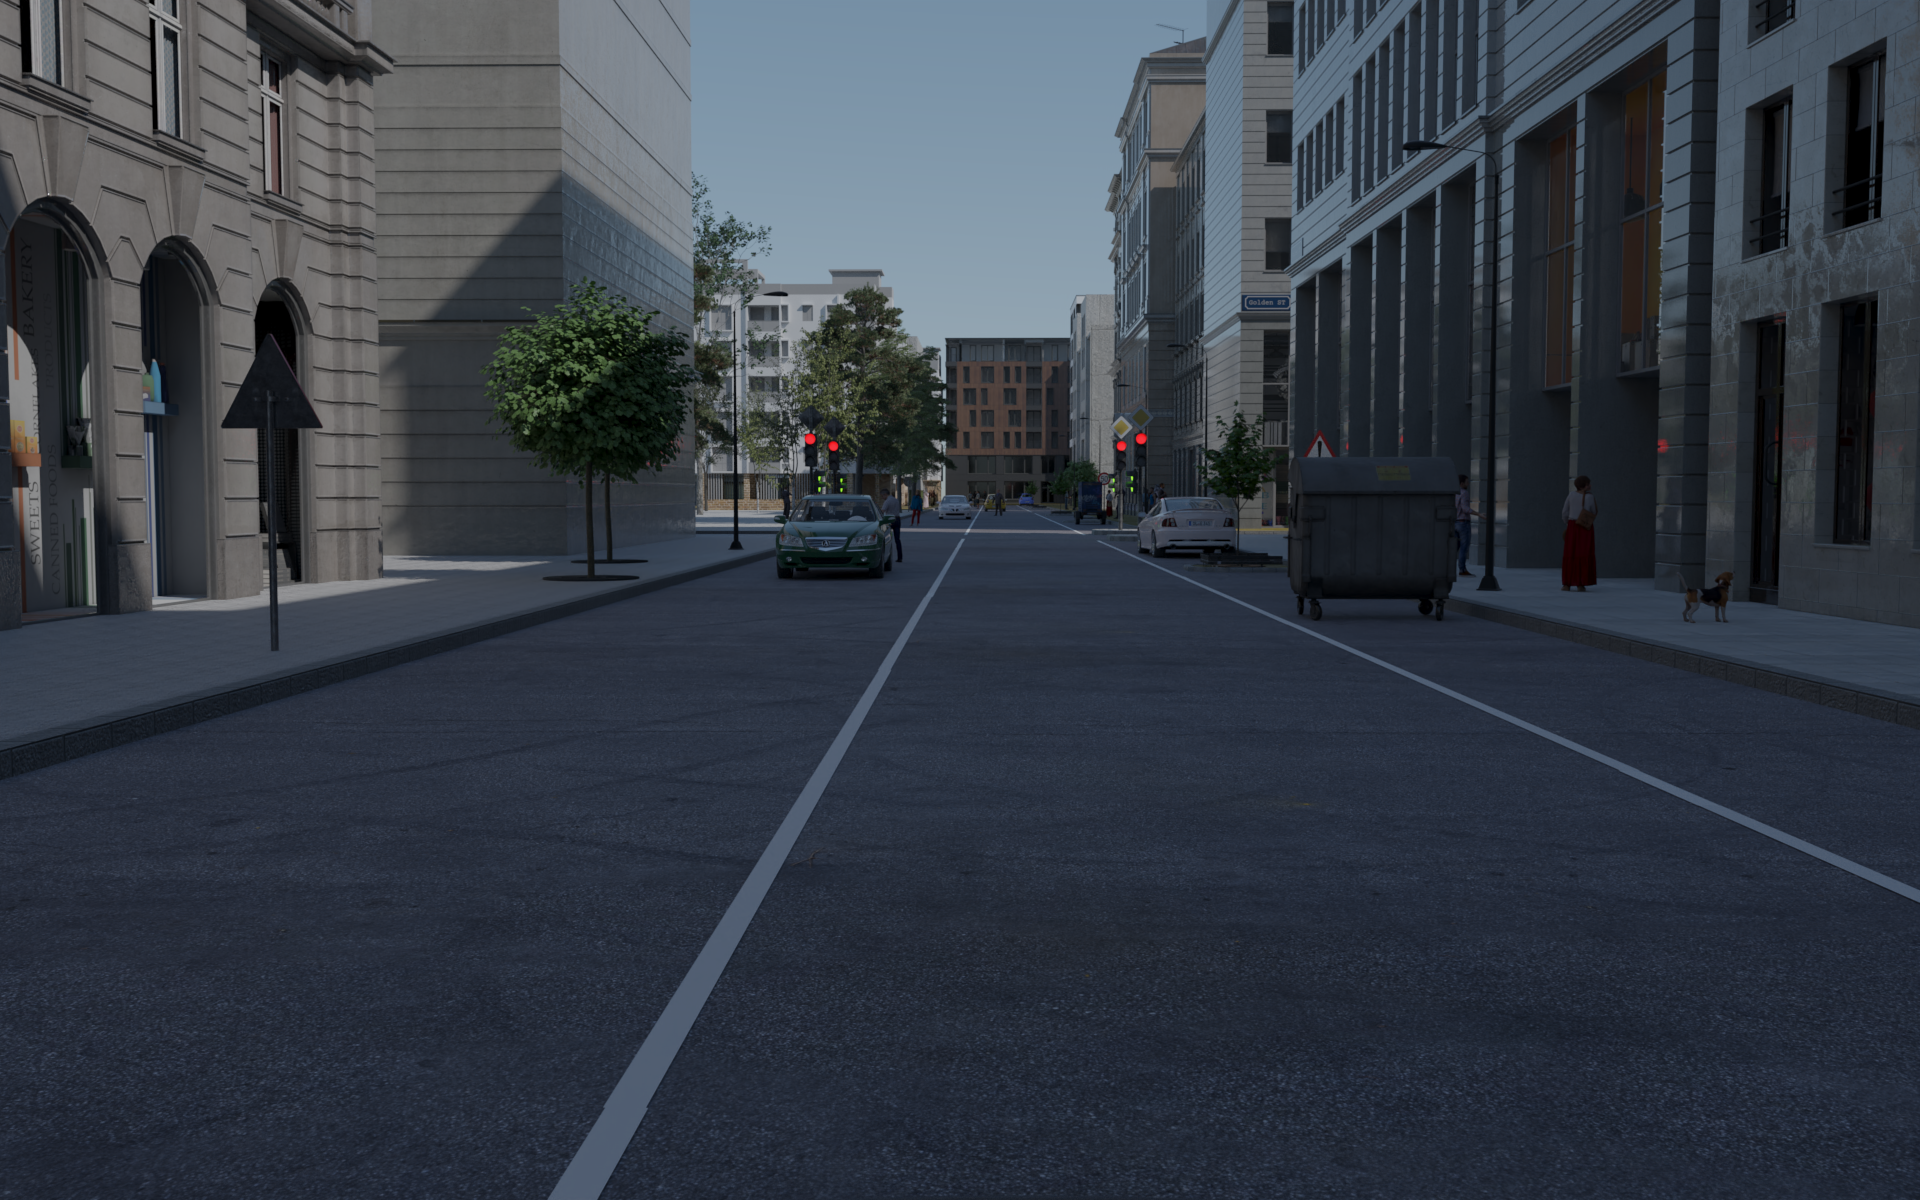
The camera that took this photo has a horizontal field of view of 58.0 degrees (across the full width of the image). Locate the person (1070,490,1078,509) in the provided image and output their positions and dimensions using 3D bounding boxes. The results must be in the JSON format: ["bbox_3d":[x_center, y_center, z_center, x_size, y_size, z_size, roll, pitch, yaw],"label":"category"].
[{"bbox_3d":[9.991,-8.900,151.194,0.705,1.869,1.348,2,4,34],"label":"person"}]

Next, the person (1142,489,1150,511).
[{"bbox_3d":[9.619,-4.970,89.520,0.429,1.552,0.499,0,4,2],"label":"person"}]

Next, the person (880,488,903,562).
[{"bbox_3d":[-1.510,-1.570,36.389,0.590,1.554,0.614,2,4,33],"label":"person"}]

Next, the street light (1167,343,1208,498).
[{"bbox_3d":[7.070,-4.956,53.566,1.470,5.913,1.316,0,4,1],"label":"street light"}]

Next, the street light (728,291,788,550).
[{"bbox_3d":[-4.629,-4.114,39.812,1.470,5.913,1.316,0,4,1],"label":"street light"}]

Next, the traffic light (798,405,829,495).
[{"bbox_3d":[-4.600,-3.946,53.765,0.839,4.213,0.868,0,4,1],"label":"traffic light"}]

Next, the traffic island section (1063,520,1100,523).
[{"bbox_3d":[6.179,-3.943,87.328,1.991,0.108,1.994,0,4,1],"label":"traffic island section"}]

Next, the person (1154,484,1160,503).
[{"bbox_3d":[9.382,-4.634,82.483,0.621,1.740,0.551,3,5,44],"label":"person"}]

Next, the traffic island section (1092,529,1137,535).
[{"bbox_3d":[5.738,-2.411,61.702,2.009,0.180,2.903,0,4,1],"label":"traffic island section"}]

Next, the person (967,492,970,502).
[{"bbox_3d":[1.255,-11.581,198.640,1.217,1.735,0.721,-3,5,-42],"label":"person"}]

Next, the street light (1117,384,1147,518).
[{"bbox_3d":[7.315,-6.157,73.205,1.470,5.913,1.316,0,4,1],"label":"street light"}]

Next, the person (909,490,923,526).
[{"bbox_3d":[-1.952,-4.108,77.368,0.593,1.614,0.444,2,4,31],"label":"person"}]

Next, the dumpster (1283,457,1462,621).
[{"bbox_3d":[4.742,-0.723,20.036,1.865,1.857,1.264,0,4,2],"label":"dumpster"}]

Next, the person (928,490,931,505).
[{"bbox_3d":[-3.646,-12.489,210.253,1.348,1.822,0.705,1,4,12],"label":"person"}]

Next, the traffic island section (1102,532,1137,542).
[{"bbox_3d":[5.600,-1.923,53.718,2.009,0.180,2.903,0,4,1],"label":"traffic island section"}]

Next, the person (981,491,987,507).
[{"bbox_3d":[2.692,-11.018,188.781,0.705,1.807,1.348,2,4,34],"label":"person"}]

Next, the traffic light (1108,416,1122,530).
[{"bbox_3d":[5.698,-4.425,61.590,0.839,4.213,0.868,0,4,1],"label":"traffic light"}]

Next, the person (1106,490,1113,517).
[{"bbox_3d":[8.311,-5.368,96.281,0.387,1.526,0.523,-2,4,-30],"label":"person"}]

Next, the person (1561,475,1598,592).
[{"bbox_3d":[8.144,-0.874,22.804,0.387,1.526,0.523,-3,4,-37],"label":"person"}]

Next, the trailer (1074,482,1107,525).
[{"bbox_3d":[6.135,-4.595,82.183,1.471,1.999,3.904,0,4,1],"label":"trailer"}]

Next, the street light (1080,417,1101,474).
[{"bbox_3d":[7.939,-8.102,105.017,1.470,5.913,1.316,0,4,1],"label":"street light"}]

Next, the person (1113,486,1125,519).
[{"bbox_3d":[8.222,-5.092,89.744,0.568,1.767,0.683,3,5,40],"label":"person"}]

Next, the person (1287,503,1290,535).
[{"bbox_3d":[5.620,-1.095,28.676,0.388,1.546,0.482,-2,4,-26],"label":"person"}]

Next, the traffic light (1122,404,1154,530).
[{"bbox_3d":[5.560,-3.936,53.606,0.839,4.213,0.868,0,4,1],"label":"traffic light"}]

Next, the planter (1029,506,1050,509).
[{"bbox_3d":[7.506,-8.760,164.359,1.991,0.319,1.994,0,4,1],"label":"planter"}]

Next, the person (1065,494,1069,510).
[{"bbox_3d":[8.858,-8.405,143.542,0.705,1.814,1.350,0,4,-1],"label":"person"}]

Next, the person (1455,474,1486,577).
[{"bbox_3d":[7.781,-1.151,26.824,0.435,1.587,0.963,-1,4,-18],"label":"person"}]

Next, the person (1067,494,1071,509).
[{"bbox_3d":[9.143,-8.580,147.141,0.721,1.723,1.217,-1,4,-19],"label":"person"}]

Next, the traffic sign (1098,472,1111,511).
[{"bbox_3d":[8.401,-6.164,100.892,0.768,2.556,0.104,0,4,6],"label":"traffic sign"}]

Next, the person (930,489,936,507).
[{"bbox_3d":[-2.973,-11.204,189.747,0.721,1.766,1.217,-2,4,-28],"label":"person"}]

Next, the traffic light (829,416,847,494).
[{"bbox_3d":[-4.462,-4.435,61.749,0.839,4.213,0.868,0,4,1],"label":"traffic light"}]

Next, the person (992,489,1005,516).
[{"bbox_3d":[2.523,-6.412,113.881,0.990,1.755,0.434,2,4,35],"label":"person"}]

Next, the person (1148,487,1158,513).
[{"bbox_3d":[8.680,-4.331,78.724,0.662,1.594,0.647,-2,4,-31],"label":"person"}]

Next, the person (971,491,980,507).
[{"bbox_3d":[1.714,-11.210,191.802,1.348,1.822,0.705,3,5,44],"label":"person"}]

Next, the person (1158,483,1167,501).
[{"bbox_3d":[8.072,-3.797,68.942,0.431,1.722,0.655,1,4,14],"label":"person"}]

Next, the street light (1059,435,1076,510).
[{"bbox_3d":[8.457,-10.017,136.314,1.470,5.913,1.316,0,4,1],"label":"street light"}]

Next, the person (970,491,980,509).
[{"bbox_3d":[1.681,-9.805,169.602,0.721,1.735,1.217,-1,4,-13],"label":"person"}]

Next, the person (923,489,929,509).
[{"bbox_3d":[-2.983,-8.974,153.434,0.621,1.740,0.551,-1,4,-19],"label":"person"}]

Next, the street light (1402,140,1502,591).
[{"bbox_3d":[6.507,-3.081,22.909,1.470,5.913,1.316,0,4,1],"label":"street light"}]

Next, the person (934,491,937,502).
[{"bbox_3d":[-2.915,-11.752,198.914,0.721,1.736,1.217,-2,4,-25],"label":"person"}]

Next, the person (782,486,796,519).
[{"bbox_3d":[-8.579,-4.902,86.986,0.742,1.727,0.445,0,4,2],"label":"person"}]
